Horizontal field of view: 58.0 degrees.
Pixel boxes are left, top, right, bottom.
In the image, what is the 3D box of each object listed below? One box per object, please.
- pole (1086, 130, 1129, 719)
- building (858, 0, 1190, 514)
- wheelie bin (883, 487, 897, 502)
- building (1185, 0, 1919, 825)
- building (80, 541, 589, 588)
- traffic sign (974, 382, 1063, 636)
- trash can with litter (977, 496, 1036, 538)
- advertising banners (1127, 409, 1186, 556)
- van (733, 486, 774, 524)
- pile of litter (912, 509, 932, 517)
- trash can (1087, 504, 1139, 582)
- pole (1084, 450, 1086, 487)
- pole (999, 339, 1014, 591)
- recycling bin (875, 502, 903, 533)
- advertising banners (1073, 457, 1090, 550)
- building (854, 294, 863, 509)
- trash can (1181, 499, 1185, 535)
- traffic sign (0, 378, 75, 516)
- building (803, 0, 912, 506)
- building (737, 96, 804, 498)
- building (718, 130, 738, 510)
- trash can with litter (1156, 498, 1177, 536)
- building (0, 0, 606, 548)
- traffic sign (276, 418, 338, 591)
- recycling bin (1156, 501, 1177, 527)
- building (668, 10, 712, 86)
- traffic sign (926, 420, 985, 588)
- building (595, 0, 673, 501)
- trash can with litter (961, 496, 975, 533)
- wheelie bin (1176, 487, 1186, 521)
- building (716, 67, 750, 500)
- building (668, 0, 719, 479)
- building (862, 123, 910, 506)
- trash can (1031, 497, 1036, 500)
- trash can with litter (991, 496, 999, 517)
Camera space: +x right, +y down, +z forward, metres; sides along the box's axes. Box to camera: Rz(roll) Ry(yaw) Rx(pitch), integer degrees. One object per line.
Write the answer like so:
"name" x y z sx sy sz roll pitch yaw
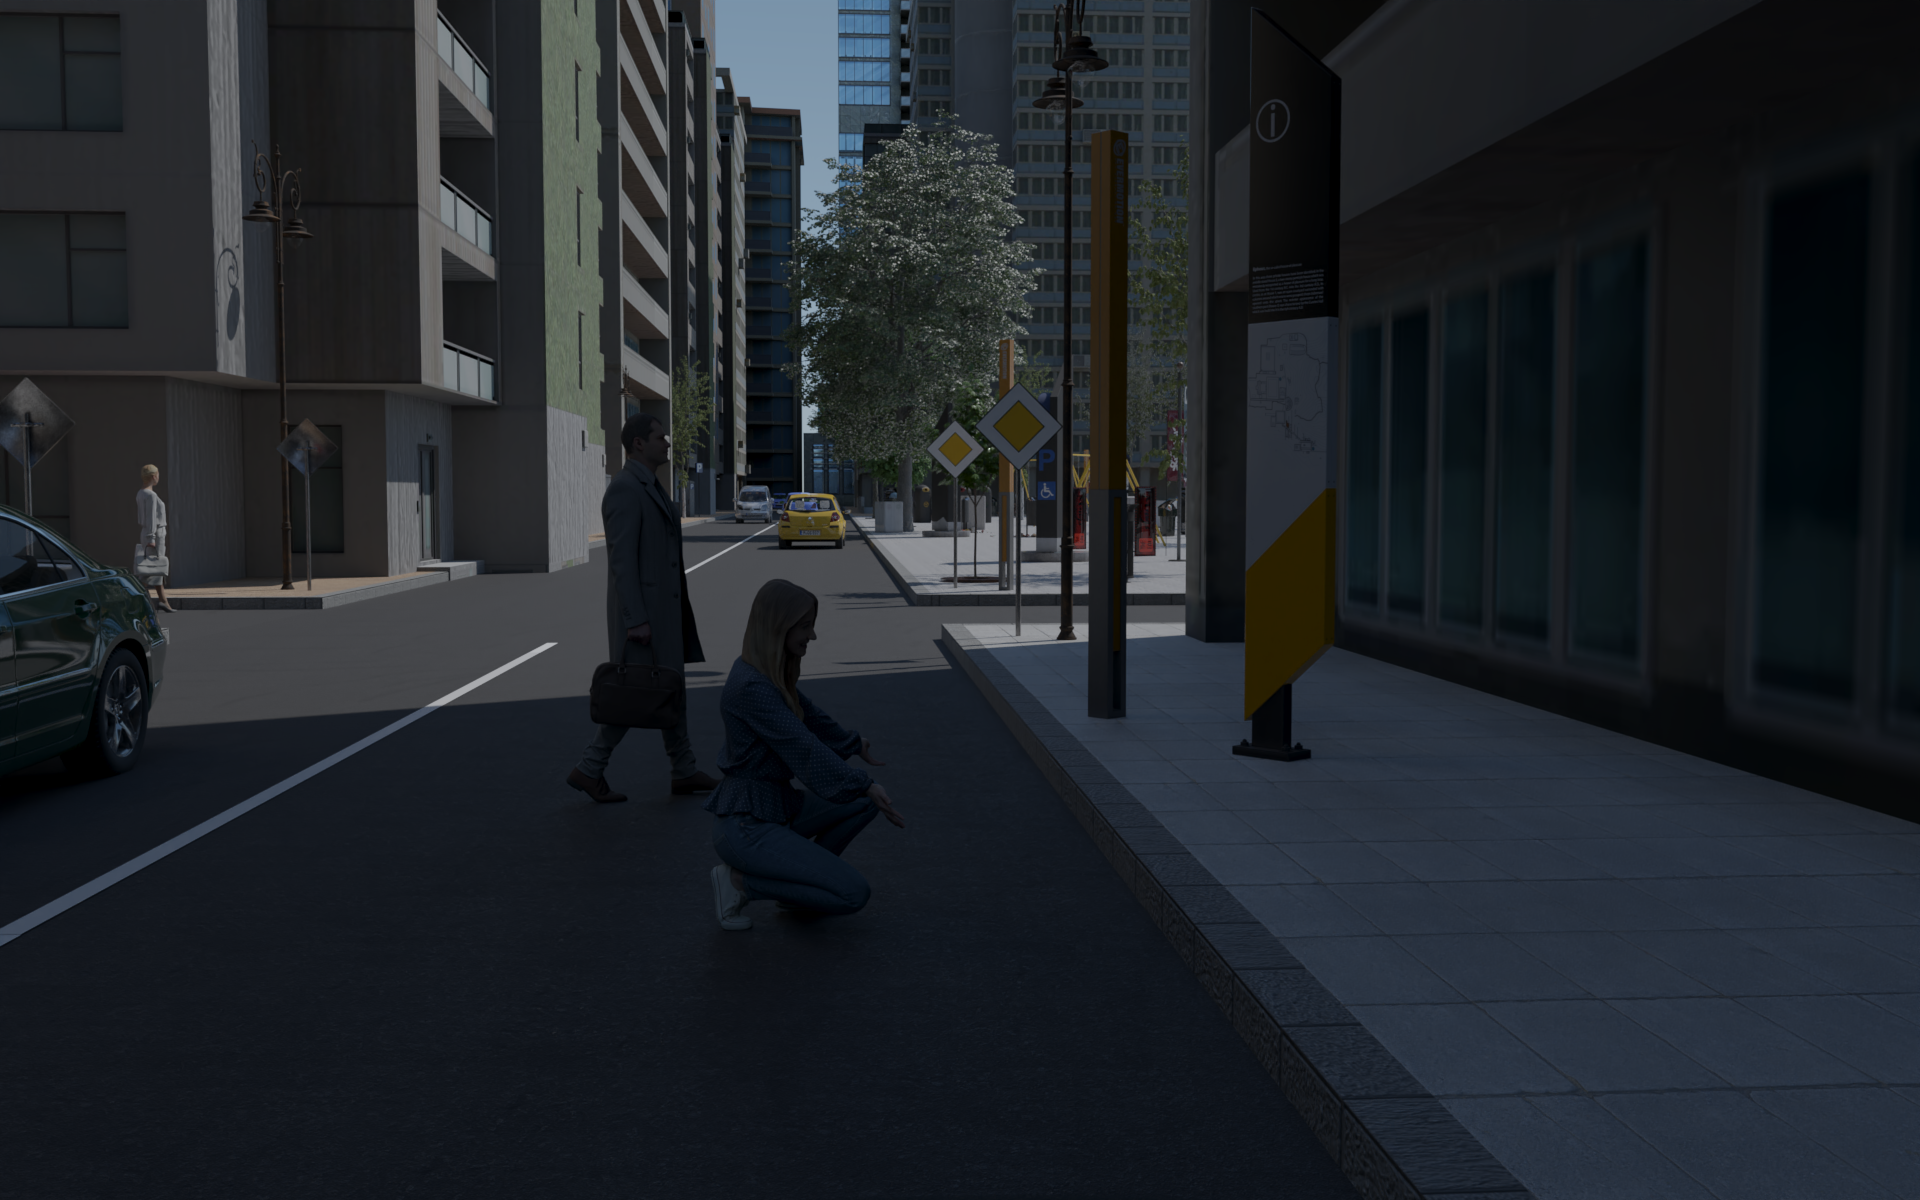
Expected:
"pole" 0.846 -0.980 9.872 0.158 3.312 0.155 0 3 0
"building" 9.119 -26.185 120.001 32.217 40.220 23.993 0 4 -4
"wheelie bin" -3.153 -4.451 80.678 0.980 1.594 0.693 3 5 43
"building" 13.444 -23.298 4.625 21.300 48.544 21.600 0 4 -4
"building" -14.354 -21.069 28.067 14.154 41.232 14.086 0 4 -4
"traffic sign" 0.523 -0.731 15.589 0.795 2.450 0.064 0 4 -4
"trash can with litter" 1.947 -2.487 51.723 2.233 1.210 1.678 3 4 38
"advertising banners" 3.795 -2.416 35.684 2.074 3.025 0.090 -1 4 -20
"van" -10.148 -4.791 85.338 2.013 2.044 4.112 0 4 -4
"pile of litter" -1.845 -5.166 98.429 1.719 0.858 1.176 3 4 36
"trash can" 2.227 -0.829 25.206 0.748 1.137 0.748 0 3 0
"pole" 5.815 -5.260 79.844 0.158 3.312 0.155 0 3 0
"pole" 0.615 -1.783 22.996 0.158 3.312 0.155 0 3 0
"recycling bin" -2.376 -2.770 57.840 0.722 1.027 0.722 -2 4 -30
"advertising banners" 2.723 -2.683 40.055 2.074 3.025 0.090 -3 5 -40
"building" 4.135 -19.312 160.793 27.650 21.520 28.899 0 4 -4
"trash can" 7.204 -2.630 54.648 0.748 1.137 0.748 0 3 0
"traffic sign" -8.050 -0.693 14.979 0.795 2.450 0.064 0 4 -4
"building" -1.822 -53.783 192.015 31.000 86.520 22.319 0 4 -4
"building" -31.626 -32.771 190.431 28.867 44.769 22.147 0 4 -4
"building" -24.578 -22.063 132.434 14.160 30.474 14.107 0 4 -4
"trash can with litter" 6.052 -2.511 52.435 1.055 1.170 0.624 3 4 36
"building" -18.442 -22.402 49.870 14.154 41.232 14.086 0 4 -4
"traffic sign" -8.638 -1.180 22.942 0.795 2.450 0.064 0 4 -4
"recycling bin" 7.868 -3.303 66.558 0.722 1.027 0.722 2 4 30
"building" -22.357 -20.335 104.182 14.160 30.474 14.107 0 4 -4
"traffic sign" -0.065 -1.218 23.553 0.795 2.450 0.064 0 4 -4
"building" -24.405 -27.607 75.073 21.300 48.544 21.600 0 4 -4
"trash can with litter" 0.331 -2.852 57.690 1.678 1.210 2.233 1 4 8
"wheelie bin" 10.172 -4.271 77.734 0.980 1.594 0.693 1 4 9
"building" -31.261 -28.364 155.632 23.993 40.220 32.217 0 4 -4
"building" -23.961 -28.603 117.776 14.600 45.320 14.200 0 4 -4
"building" -0.783 -22.443 138.636 14.160 30.474 14.107 0 4 -4
"trash can" 4.131 -5.256 97.589 0.748 1.137 0.748 0 3 0
"trash can with litter" 1.916 -5.281 97.738 0.624 1.170 1.055 3 4 38
